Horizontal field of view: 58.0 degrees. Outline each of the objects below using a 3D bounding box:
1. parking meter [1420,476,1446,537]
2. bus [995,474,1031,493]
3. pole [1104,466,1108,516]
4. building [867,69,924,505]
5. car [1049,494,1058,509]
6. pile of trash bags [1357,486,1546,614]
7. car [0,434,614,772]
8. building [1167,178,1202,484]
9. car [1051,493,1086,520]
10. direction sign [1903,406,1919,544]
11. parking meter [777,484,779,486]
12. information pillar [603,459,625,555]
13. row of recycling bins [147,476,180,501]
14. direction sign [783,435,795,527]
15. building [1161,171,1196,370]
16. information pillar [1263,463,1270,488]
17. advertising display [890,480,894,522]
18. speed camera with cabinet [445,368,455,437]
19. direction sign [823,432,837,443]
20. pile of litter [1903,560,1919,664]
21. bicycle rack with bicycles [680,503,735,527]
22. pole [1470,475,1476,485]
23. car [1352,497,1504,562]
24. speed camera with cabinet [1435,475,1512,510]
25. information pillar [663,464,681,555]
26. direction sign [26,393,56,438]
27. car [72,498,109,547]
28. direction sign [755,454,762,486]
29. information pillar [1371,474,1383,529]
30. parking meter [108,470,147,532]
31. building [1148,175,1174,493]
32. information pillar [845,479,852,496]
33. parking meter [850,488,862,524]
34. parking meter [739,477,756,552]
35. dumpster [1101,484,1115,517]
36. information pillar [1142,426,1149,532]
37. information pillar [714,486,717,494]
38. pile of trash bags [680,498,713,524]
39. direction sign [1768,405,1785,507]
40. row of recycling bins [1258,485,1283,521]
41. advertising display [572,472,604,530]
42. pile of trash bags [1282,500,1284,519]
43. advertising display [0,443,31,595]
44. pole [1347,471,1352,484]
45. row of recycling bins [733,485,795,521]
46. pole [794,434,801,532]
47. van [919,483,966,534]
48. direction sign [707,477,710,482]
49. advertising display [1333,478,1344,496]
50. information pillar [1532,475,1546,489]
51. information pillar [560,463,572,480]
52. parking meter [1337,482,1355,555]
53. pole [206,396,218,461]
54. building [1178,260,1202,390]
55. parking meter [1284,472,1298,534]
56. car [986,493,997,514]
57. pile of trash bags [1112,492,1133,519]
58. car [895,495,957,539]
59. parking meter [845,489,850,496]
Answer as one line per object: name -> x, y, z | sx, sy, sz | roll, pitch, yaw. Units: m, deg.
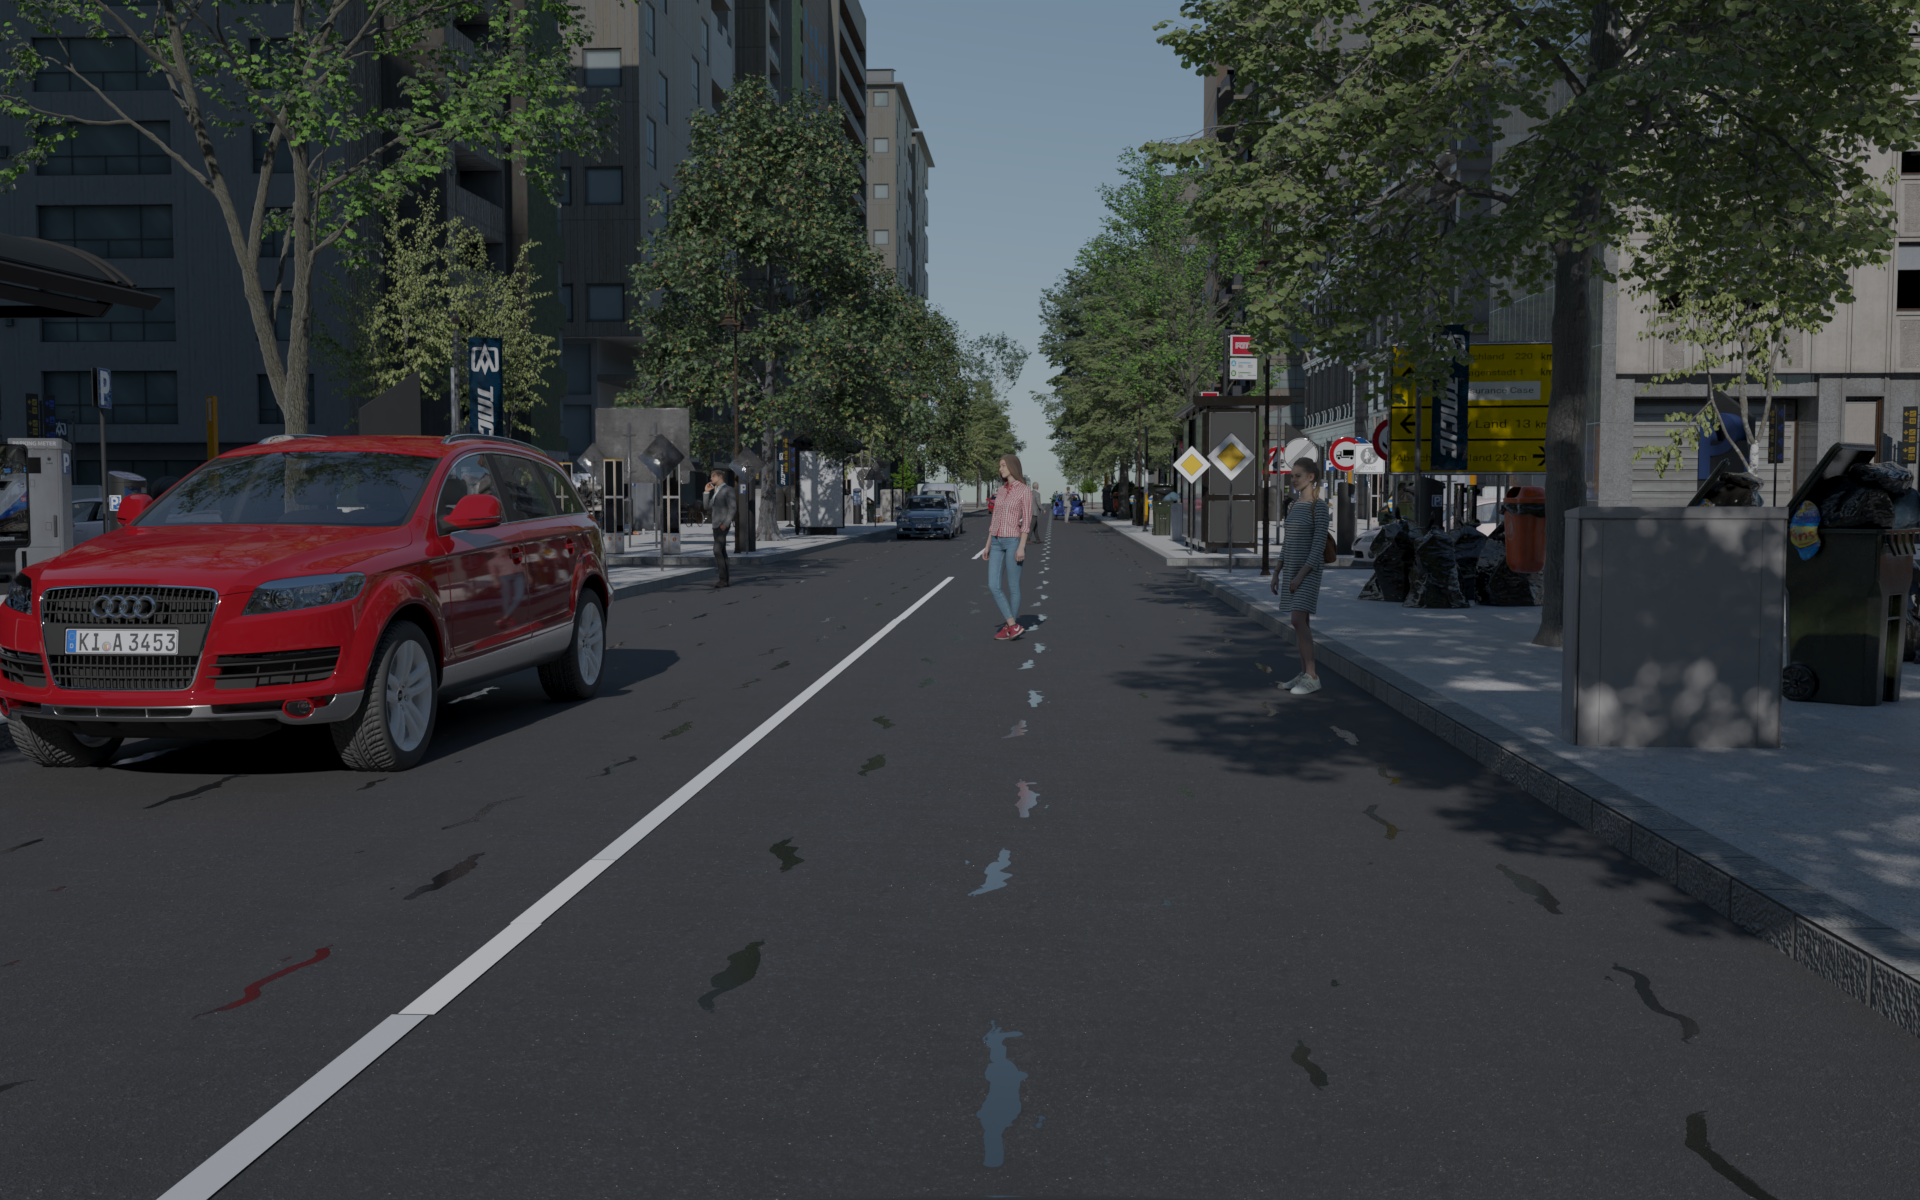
parking meter -> 6.737, -1.000, 24.753 | 0.372, 1.533, 0.369 | 0, 3, 0
bus -> 4.949, -9.938, 157.349 | 2.948, 3.499, 13.247 | 0, 4, 4
pole -> 8.526, -6.563, 101.146 | 0.158, 3.312, 0.155 | 0, 3, 0
building -> -20.350, -38.596, 220.290 | 28.713, 52.752, 27.495 | 0, 4, 3
car -> 9.706, -9.506, 167.223 | 2.131, 1.459, 4.920 | 0, 4, 1
pile of trash bags -> 5.902, -0.613, 19.778 | 1.912, 1.369, 3.447 | 0, 4, -6
car -> -3.704, -0.124, 10.699 | 2.281, 1.827, 5.304 | 0, 4, 5
building -> 34.068, -33.153, 225.647 | 14.154, 41.232, 14.086 | 0, 4, 3
car -> 6.065, -5.330, 96.744 | 1.945, 1.707, 3.694 | 0, 4, 3
direction sign -> 24.688, -3.214, 44.550 | 0.876, 3.537, 0.379 | 3, 5, 44
parking meter -> -9.825, -5.351, 93.198 | 0.399, 1.863, 0.255 | 0, 4, -1
information pillar -> -7.330, -1.970, 36.701 | 0.304, 2.012, 0.304 | 2, 4, 28
row of recycling bins -> -17.834, -2.014, 40.044 | 1.069, 1.692, 3.534 | 2, 4, 35
direction sign -> -6.591, -4.591, 67.057 | 0.379, 3.537, 0.876 | -3, 5, -41
building -> 35.140, -36.055, 239.602 | 14.600, 45.320, 14.200 | 0, 4, 3
information pillar -> 19.299, -7.195, 108.992 | 0.504, 3.616, 0.183 | -1, 4, -18
advertising display -> -3.147, -4.579, 80.081 | 0.123, 1.923, 0.974 | 0, 4, -5
speed camera with cabinet -> -7.404, -1.979, 26.688 | 0.660, 3.252, 2.038 | -2, 4, -30
direction sign -> -4.478, -4.170, 60.182 | 0.876, 3.537, 0.379 | -2, 4, -35
pile of litter -> 7.635, 0.019, 13.660 | 1.176, 0.858, 1.719 | 2, 4, 32
bicycle rack with bicycles -> -9.614, -3.282, 67.050 | 2.852, 0.926, 2.925 | 1, 4, 9
pole -> 15.513, -3.580, 52.373 | 0.158, 3.312, 0.155 | 0, 3, 0
car -> 9.871, -1.247, 32.744 | 4.827, 1.381, 2.083 | 0, 4, 4
speed camera with cabinet -> 11.781, -2.730, 38.976 | 2.038, 3.252, 0.660 | 2, 4, 28
information pillar -> -6.083, -1.951, 36.383 | 0.304, 2.012, 0.304 | -3, 5, -42
direction sign -> -20.841, -2.897, 39.358 | 0.379, 3.537, 0.876 | 1, 4, 12
car -> -16.774, -1.298, 33.588 | 4.827, 1.381, 2.083 | 0, 4, 4
direction sign -> -11.298, -6.501, 98.282 | 0.876, 3.537, 0.379 | 0, 4, -6
information pillar -> 14.499, -3.410, 60.238 | 0.304, 2.012, 0.304 | -3, 5, -44
parking meter -> -8.828, -0.611, 18.402 | 0.372, 1.533, 0.369 | 0, 3, 0
building -> 39.224, -38.789, 257.898 | 21.300, 48.544, 21.600 | 0, 4, 3
information pillar -> -5.392, -4.800, 82.973 | 0.304, 2.012, 0.304 | -3, 4, -36
parking meter -> -4.352, -3.978, 73.449 | 0.372, 1.533, 0.369 | 0, 3, 0
parking meter -> -4.757, -2.003, 38.455 | 0.399, 1.863, 0.255 | 1, 4, 20
dumpster -> 8.728, -5.712, 99.152 | 1.264, 1.857, 1.865 | 0, 4, 3
information pillar -> 6.356, -4.149, 59.198 | 0.183, 3.616, 0.504 | 0, 3, 0
information pillar -> -8.051, -3.269, 57.947 | 0.304, 2.012, 0.304 | -1, 4, -14
pile of trash bags -> -11.472, -3.968, 74.630 | 1.912, 1.369, 3.447 | 2, 4, 27
direction sign -> 20.896, -3.205, 44.391 | 0.379, 3.537, 0.876 | 0, 4, 2
row of recycling bins -> 14.446, -4.567, 81.775 | 3.534, 1.692, 1.069 | 2, 4, 28
advertising display -> -10.983, -2.793, 50.880 | 0.974, 1.923, 0.123 | 0, 4, -4
pile of trash bags -> 16.100, -5.008, 91.632 | 3.447, 1.369, 1.912 | 2, 4, 28
advertising display -> -12.184, -1.027, 22.005 | 0.123, 1.923, 0.974 | 0, 4, 7
pole -> 15.165, -4.501, 67.442 | 0.158, 3.312, 0.155 | 0, 3, 0
row of recycling bins -> -9.135, -4.587, 82.109 | 3.534, 1.692, 1.069 | -2, 4, -27
pole -> -5.520, -3.974, 58.812 | 0.158, 3.312, 0.155 | 0, 3, 0
van -> -0.763, -3.409, 62.742 | 2.013, 2.044, 4.112 | 0, 4, 2
direction sign -> -16.185, -7.169, 109.207 | 0.876, 3.537, 0.379 | 1, 4, 18
advertising display -> 17.588, -4.588, 80.228 | 0.123, 1.923, 0.974 | 3, 5, 44
information pillar -> 8.306, -2.017, 24.327 | 0.504, 3.616, 0.183 | 1, 4, 13
information pillar -> -9.300, -2.212, 40.661 | 0.304, 2.012, 0.304 | 3, 5, 42
parking meter -> 8.124, -1.715, 36.450 | 0.372, 1.533, 0.369 | 0, 3, 0
pole -> -15.556, -2.584, 36.097 | 0.158, 3.312, 0.155 | 0, 3, 0
building -> 33.647, -26.924, 211.908 | 14.160, 30.474, 14.107 | 0, 4, 3
parking meter -> 8.094, -2.227, 42.117 | 0.399, 1.863, 0.255 | -1, 4, -23
car -> 2.934, -7.116, 125.379 | 2.155, 1.783, 4.494 | 0, 4, 1
pile of trash bags -> 9.428, -4.892, 89.736 | 3.447, 1.369, 1.912 | -2, 4, -25
car -> -1.080, -2.716, 56.413 | 2.014, 1.417, 4.499 | 0, 4, 2
parking meter -> -5.153, -4.329, 79.196 | 0.372, 1.533, 0.369 | 0, 3, 0
